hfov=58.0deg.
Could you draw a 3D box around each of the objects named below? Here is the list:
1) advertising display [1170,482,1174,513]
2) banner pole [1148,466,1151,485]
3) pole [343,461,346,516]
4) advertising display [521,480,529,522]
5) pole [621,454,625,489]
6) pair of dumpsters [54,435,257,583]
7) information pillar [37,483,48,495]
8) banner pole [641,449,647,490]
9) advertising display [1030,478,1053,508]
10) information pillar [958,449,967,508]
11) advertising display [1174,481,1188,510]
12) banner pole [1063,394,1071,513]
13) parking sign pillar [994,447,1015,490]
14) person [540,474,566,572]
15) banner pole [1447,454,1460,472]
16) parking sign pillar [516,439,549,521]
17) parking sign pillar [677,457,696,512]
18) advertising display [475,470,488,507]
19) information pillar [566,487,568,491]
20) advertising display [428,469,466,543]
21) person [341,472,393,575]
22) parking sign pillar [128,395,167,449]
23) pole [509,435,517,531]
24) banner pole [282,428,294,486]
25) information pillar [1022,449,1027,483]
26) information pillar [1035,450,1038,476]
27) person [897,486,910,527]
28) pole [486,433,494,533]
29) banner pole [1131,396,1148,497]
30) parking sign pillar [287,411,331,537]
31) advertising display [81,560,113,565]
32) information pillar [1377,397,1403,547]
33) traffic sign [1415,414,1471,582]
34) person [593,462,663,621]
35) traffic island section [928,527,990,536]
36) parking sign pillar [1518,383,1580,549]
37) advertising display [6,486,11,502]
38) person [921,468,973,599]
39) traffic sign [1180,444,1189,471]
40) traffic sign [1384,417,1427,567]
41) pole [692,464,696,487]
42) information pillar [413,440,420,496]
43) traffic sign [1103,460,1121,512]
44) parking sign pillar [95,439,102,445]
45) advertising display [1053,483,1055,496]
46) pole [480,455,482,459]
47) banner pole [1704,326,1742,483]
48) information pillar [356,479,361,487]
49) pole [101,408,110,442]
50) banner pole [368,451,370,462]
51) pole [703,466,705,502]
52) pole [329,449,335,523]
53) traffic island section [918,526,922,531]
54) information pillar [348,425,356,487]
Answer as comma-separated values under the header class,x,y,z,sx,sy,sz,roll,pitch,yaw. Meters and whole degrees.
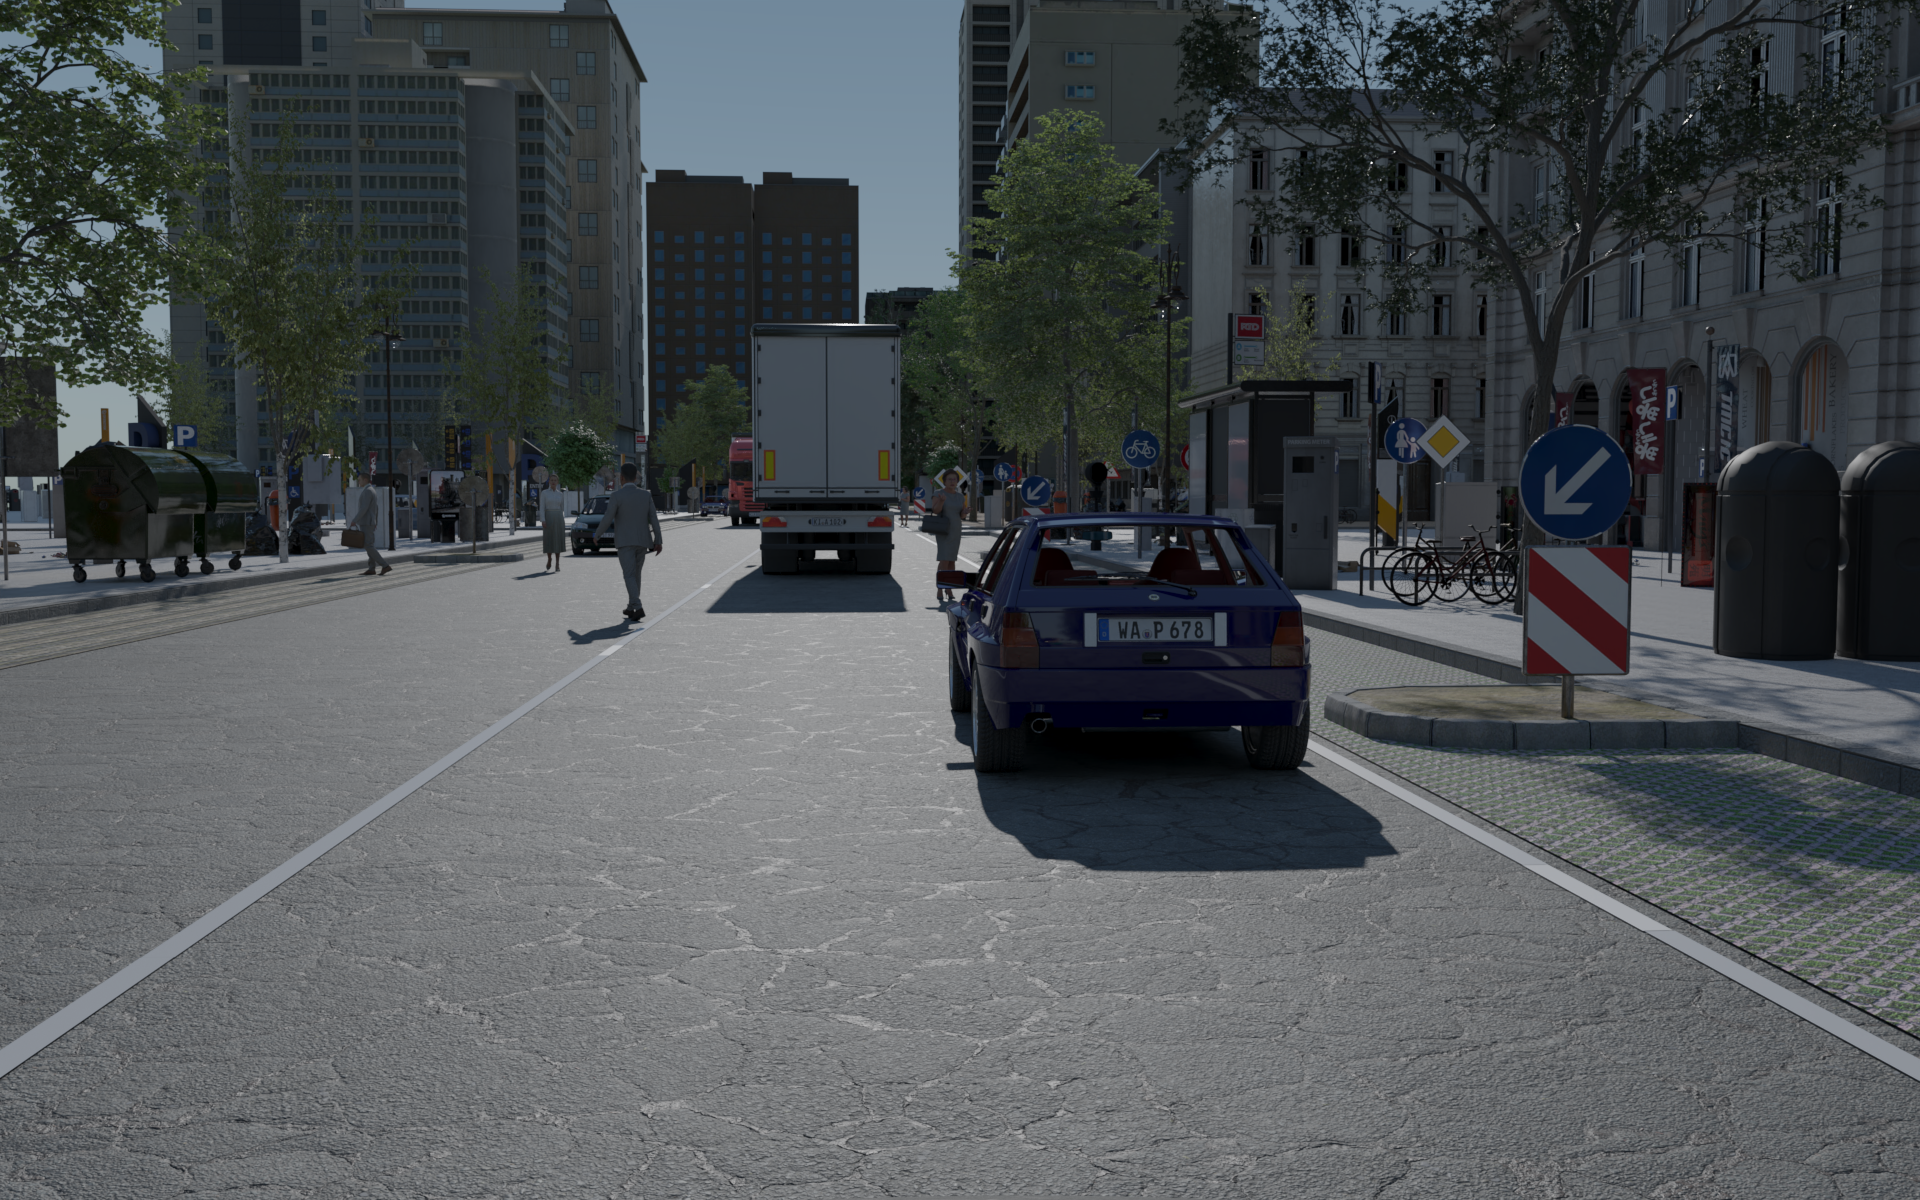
class,x,y,z,sx,sy,sz,roll,pitch,yaw
advertising display,11.367,-5.383,93.232,0.123,1.923,0.974,2,4,30
banner pole,6.523,-4.335,60.892,0.401,3.779,0.863,-1,4,-19
pole,-36.123,-6.597,101.710,0.158,3.312,0.155,0,3,0
advertising display,-19.908,-4.534,79.348,0.123,1.923,0.974,-2,4,-28
pole,-17.071,-5.747,87.813,0.158,3.312,0.155,0,3,0
pair of dumpsters,-12.430,-1.497,26.962,1.574,2.255,4.437,0,4,-4
information pillar,-63.204,-7.025,119.348,0.304,2.012,0.304,-2,4,-32
banner pole,-17.601,-6.520,96.614,0.401,3.779,0.863,-3,4,-36
advertising display,3.246,-3.959,69.936,0.974,1.923,0.123,3,5,41
information pillar,0.130,-6.004,89.521,0.504,3.616,0.183,-1,4,-18
advertising display,11.277,-5.009,87.108,0.123,1.923,0.974,-3,5,-40
banner pole,2.681,-3.277,43.591,0.401,3.779,0.863,-1,4,-9
parking sign pillar,2.555,-6.561,95.736,1.447,3.967,1.447,1,4,14
person,-7.577,-1.434,32.178,0.478,1.798,0.641,-1,4,-19
banner pole,22.511,-5.456,79.220,0.863,3.779,0.401,-1,4,-21
parking sign pillar,-20.633,-5.848,84.081,1.447,3.967,1.447,1,4,9
parking sign pillar,-19.975,-8.452,126.668,1.447,3.967,1.447,-2,4,-28
advertising display,-12.928,-2.545,46.825,0.123,1.923,0.974,0,4,-2
information pillar,-24.904,-7.236,109.669,0.183,3.616,0.504,-1,4,-17
advertising display,-13.434,-2.457,45.381,0.974,1.923,0.123,-3,5,-39
person,-10.421,-1.334,30.432,0.853,1.813,0.709,-1,4,-14
parking sign pillar,-21.996,-3.577,46.950,1.447,3.967,1.447,3,4,38
pole,-15.319,-4.003,59.292,0.158,3.312,0.155,0,3,0
banner pole,-25.638,-4.657,66.155,0.863,3.779,0.401,0,4,6
information pillar,3.327,-5.996,89.382,0.183,3.616,0.504,-1,4,-21
information pillar,4.105,-6.226,93.145,0.183,3.616,0.504,1,4,9
person,-2.554,-4.115,76.139,0.532,1.782,0.716,-3,5,-42
pole,-15.618,-3.895,57.522,0.158,3.312,0.155,0,3,0
banner pole,4.475,-3.331,44.483,0.401,3.779,0.863,0,4,-5
parking sign pillar,-19.780,-3.897,52.189,1.447,3.967,1.447,0,4,5
advertising display,-15.721,-1.621,31.725,0.123,1.923,0.974,1,4,21
information pillar,10.275,-3.075,41.639,0.504,3.616,0.183,0,4,-7
traffic sign,6.988,-1.464,25.116,0.795,2.450,0.064,0,4,2
person,-3.755,-0.671,19.753,0.678,1.792,0.850,-2,4,-35
traffic island section,-0.075,-2.334,60.443,2.009,0.180,2.903,0,4,-4
parking sign pillar,13.538,-3.144,39.873,1.447,3.967,1.447,0,4,5
advertising display,-73.006,-7.766,132.193,0.974,1.923,0.123,-2,4,-34
person,-0.186,-0.901,23.587,0.716,1.782,0.532,-2,4,-29
traffic sign,5.739,-2.572,42.163,0.768,2.556,0.104,0,4,1
traffic sign,7.425,-1.760,28.879,0.768,2.556,0.104,0,4,-4
pole,-17.915,-7.512,116.669,0.158,3.312,0.155,0,3,0
information pillar,-23.412,-5.094,74.634,0.183,3.616,0.504,-3,5,-45
traffic sign,5.028,-3.601,58.875,0.884,2.594,0.081,0,4,-1
parking sign pillar,-41.770,-5.804,83.365,1.447,3.967,1.447,1,4,8
advertising display,4.955,-5.709,98.559,0.974,1.923,0.123,-2,4,-32
pole,-25.124,-5.929,90.783,0.158,3.312,0.155,0,3,0
banner pole,11.274,-2.186,25.762,0.401,3.779,0.863,-1,4,-17
information pillar,-27.278,-4.545,78.810,0.304,2.012,0.304,2,4,35
pole,-20.277,-2.894,41.157,0.158,3.312,0.155,0,3,0
banner pole,-34.439,-6.815,101.444,0.401,3.779,0.863,1,4,12
pole,-18.878,-8.182,127.617,0.158,3.312,0.155,0,3,0
pole,-28.308,-5.150,78.042,0.158,3.312,0.155,0,3,0
traffic island section,-0.618,-2.821,68.409,2.009,0.180,2.903,0,4,-4
information pillar,-20.638,-4.128,58.854,0.183,3.616,0.504,-3,4,-36
